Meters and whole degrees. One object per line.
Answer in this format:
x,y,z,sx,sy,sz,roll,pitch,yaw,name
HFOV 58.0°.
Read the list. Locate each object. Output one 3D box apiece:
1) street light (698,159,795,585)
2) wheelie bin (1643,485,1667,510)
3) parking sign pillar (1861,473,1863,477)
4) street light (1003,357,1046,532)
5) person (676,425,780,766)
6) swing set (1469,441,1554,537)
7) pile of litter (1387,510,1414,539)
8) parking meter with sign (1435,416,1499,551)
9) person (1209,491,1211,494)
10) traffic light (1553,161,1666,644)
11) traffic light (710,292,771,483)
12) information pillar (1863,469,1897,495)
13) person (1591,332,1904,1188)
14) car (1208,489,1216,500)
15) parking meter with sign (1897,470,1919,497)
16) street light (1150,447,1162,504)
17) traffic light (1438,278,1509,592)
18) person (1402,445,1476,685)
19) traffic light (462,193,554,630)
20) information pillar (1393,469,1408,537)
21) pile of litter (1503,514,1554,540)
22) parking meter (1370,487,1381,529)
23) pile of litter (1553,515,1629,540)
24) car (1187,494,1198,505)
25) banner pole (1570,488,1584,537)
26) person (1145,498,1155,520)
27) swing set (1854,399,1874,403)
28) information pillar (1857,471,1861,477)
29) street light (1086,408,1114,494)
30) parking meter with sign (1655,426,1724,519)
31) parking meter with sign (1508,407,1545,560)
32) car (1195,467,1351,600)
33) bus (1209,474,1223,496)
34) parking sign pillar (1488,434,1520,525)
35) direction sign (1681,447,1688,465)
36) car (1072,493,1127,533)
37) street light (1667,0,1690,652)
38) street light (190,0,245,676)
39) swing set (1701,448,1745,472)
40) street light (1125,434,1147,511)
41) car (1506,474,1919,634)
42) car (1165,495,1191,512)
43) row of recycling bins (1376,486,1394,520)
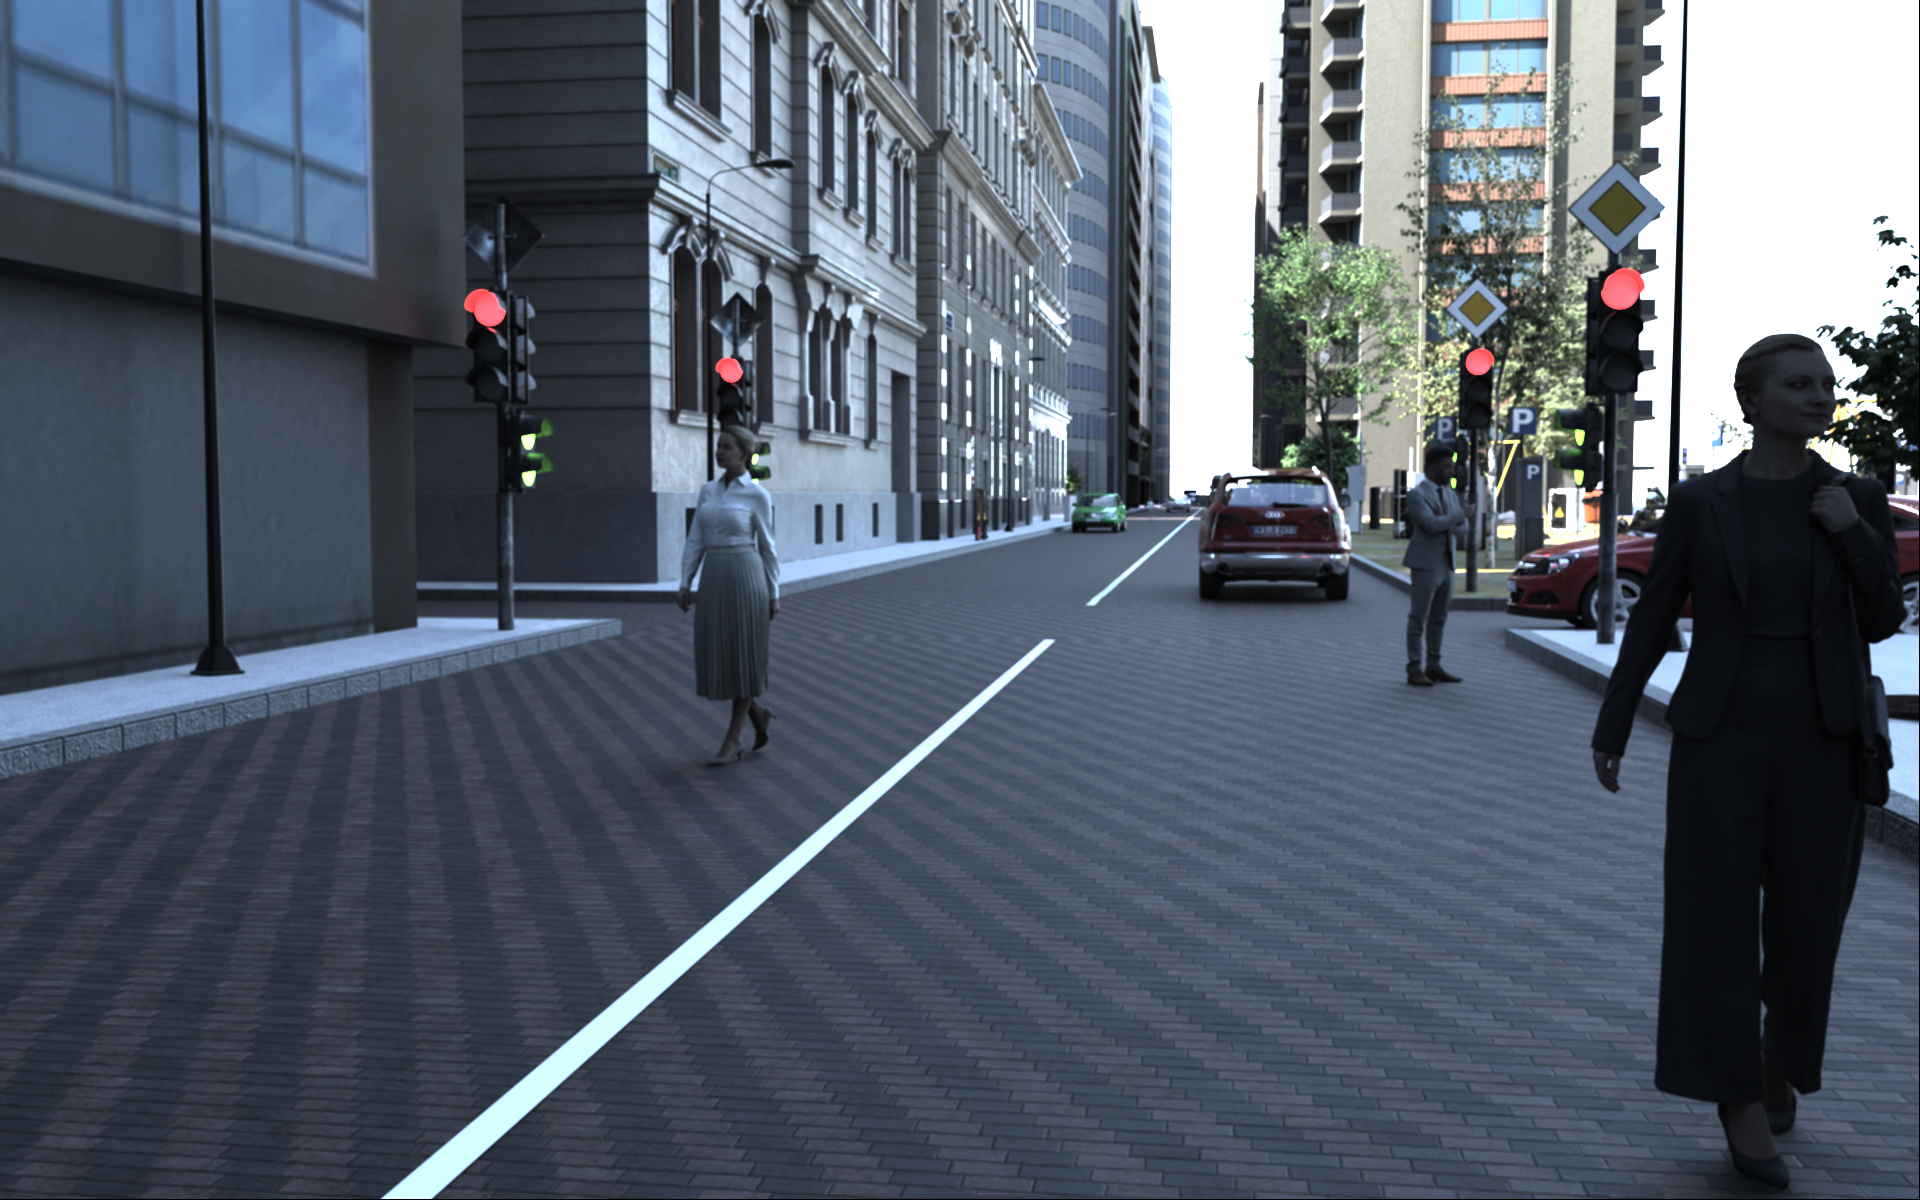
-2.978,-3.161,24.220,1.470,5.913,1.316,1,4,8,street light
29.373,-3.996,73.235,0.980,1.594,0.693,2,4,32,wheelie bin
33.267,-4.549,62.847,1.447,3.967,1.447,-2,4,-33,parking sign pillar
2.203,-5.281,58.880,1.470,5.913,1.316,1,4,8,street light
-1.197,-0.039,9.362,0.478,1.798,0.641,2,4,33,person
15.786,-3.347,52.351,2.862,2.851,3.119,-2,4,-25,swing set
13.024,-2.175,49.527,1.176,0.858,1.719,-2,4,-26,pile of litter
11.603,-2.647,39.540,1.738,3.016,0.543,-3,4,-36,parking meter with sign
27.917,-11.323,193.708,0.705,1.814,1.350,2,4,33,person
5.537,-1.582,14.788,0.839,4.253,0.868,1,4,8,traffic light
-3.090,-2.153,24.127,0.839,4.253,0.868,1,4,8,traffic light
11.789,-1.085,22.227,0.304,2.012,0.304,0,4,4,information pillar
1.720,0.315,3.770,0.576,1.772,0.534,0,4,-3,person
20.937,-7.911,138.020,2.281,1.827,5.304,0,4,7,car
29.548,-3.537,54.096,1.738,3.016,0.543,2,4,25,parking meter with sign
18.792,-12.074,169.947,1.470,5.913,1.316,1,4,8,street light
6.715,-2.065,22.686,0.839,4.253,0.868,1,4,8,traffic light
3.617,-0.266,13.036,0.466,1.800,0.511,3,5,40,person
-4.268,-1.670,16.229,0.839,4.253,0.868,1,4,8,traffic light
13.093,-2.874,51.478,0.304,2.012,0.304,-1,4,-18,information pillar
16.207,-2.155,49.204,1.176,0.858,1.719,-1,4,-10,pile of litter
15.168,-3.356,63.289,0.372,1.533,0.369,0,3,0,parking meter
13.170,-1.310,35.382,1.719,0.858,1.176,-3,5,-42,pile of litter
27.304,-11.811,202.705,1.945,1.707,3.694,0,4,7,car
18.568,-3.789,51.969,0.401,3.779,0.863,1,4,17,banner pole
10.481,-5.013,95.484,0.505,1.210,0.382,-1,4,-9,person
16.057,-1.882,28.383,3.119,2.851,2.862,1,4,10,swing set
46.228,-5.966,88.896,0.504,3.616,0.183,1,4,18,information pillar
7.406,-7.400,93.536,1.470,5.913,1.316,1,4,8,street light
18.499,-2.920,44.003,1.738,3.016,0.543,-1,4,-22,parking meter with sign
11.142,-2.304,33.939,0.543,3.016,1.738,0,4,8,parking meter with sign
4.547,-1.010,25.188,2.281,1.827,5.304,1,4,10,car
25.215,-10.423,165.272,2.948,3.499,13.247,1,4,8,bus
22.696,-5.127,72.303,1.447,3.967,1.447,-2,4,-24,parking sign pillar
34.746,-5.607,83.673,0.379,3.537,0.876,-2,4,-32,direction sign
5.309,-3.493,65.907,1.959,1.807,4.718,1,4,10,car
5.301,-2.545,14.148,1.470,5.913,1.316,1,4,8,street light
-4.765,-2.419,12.098,1.470,5.913,1.316,1,4,8,street light
26.992,-3.763,59.138,3.119,2.851,2.862,1,4,11,swing set
13.582,-9.915,134.654,1.470,5.913,1.316,1,4,8,street light
7.907,-0.525,17.621,4.494,1.783,2.155,1,4,10,car
17.528,-7.745,138.992,2.083,1.381,4.827,0,4,8,car
21.870,-4.941,87.900,1.069,1.692,3.534,-1,4,-14,row of recycling bins
